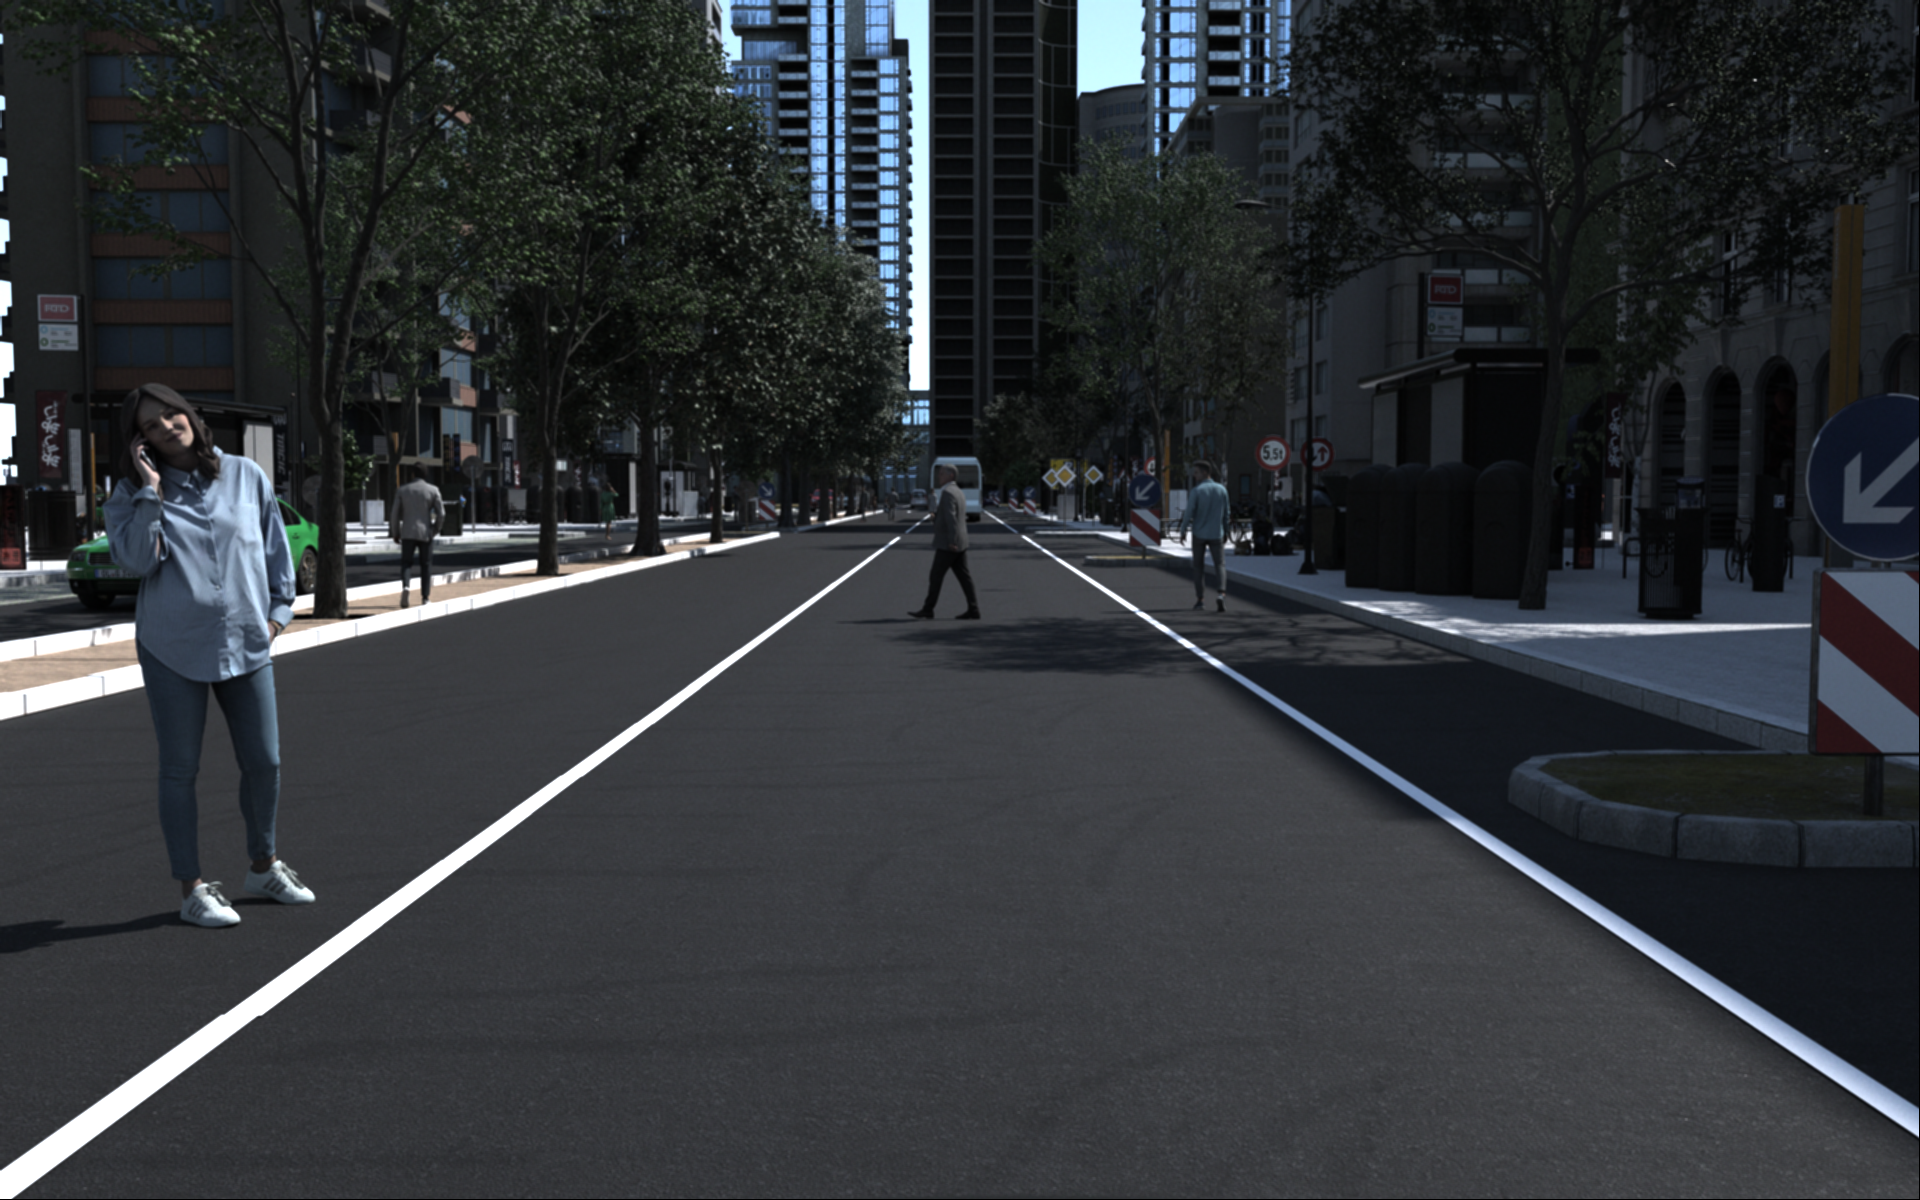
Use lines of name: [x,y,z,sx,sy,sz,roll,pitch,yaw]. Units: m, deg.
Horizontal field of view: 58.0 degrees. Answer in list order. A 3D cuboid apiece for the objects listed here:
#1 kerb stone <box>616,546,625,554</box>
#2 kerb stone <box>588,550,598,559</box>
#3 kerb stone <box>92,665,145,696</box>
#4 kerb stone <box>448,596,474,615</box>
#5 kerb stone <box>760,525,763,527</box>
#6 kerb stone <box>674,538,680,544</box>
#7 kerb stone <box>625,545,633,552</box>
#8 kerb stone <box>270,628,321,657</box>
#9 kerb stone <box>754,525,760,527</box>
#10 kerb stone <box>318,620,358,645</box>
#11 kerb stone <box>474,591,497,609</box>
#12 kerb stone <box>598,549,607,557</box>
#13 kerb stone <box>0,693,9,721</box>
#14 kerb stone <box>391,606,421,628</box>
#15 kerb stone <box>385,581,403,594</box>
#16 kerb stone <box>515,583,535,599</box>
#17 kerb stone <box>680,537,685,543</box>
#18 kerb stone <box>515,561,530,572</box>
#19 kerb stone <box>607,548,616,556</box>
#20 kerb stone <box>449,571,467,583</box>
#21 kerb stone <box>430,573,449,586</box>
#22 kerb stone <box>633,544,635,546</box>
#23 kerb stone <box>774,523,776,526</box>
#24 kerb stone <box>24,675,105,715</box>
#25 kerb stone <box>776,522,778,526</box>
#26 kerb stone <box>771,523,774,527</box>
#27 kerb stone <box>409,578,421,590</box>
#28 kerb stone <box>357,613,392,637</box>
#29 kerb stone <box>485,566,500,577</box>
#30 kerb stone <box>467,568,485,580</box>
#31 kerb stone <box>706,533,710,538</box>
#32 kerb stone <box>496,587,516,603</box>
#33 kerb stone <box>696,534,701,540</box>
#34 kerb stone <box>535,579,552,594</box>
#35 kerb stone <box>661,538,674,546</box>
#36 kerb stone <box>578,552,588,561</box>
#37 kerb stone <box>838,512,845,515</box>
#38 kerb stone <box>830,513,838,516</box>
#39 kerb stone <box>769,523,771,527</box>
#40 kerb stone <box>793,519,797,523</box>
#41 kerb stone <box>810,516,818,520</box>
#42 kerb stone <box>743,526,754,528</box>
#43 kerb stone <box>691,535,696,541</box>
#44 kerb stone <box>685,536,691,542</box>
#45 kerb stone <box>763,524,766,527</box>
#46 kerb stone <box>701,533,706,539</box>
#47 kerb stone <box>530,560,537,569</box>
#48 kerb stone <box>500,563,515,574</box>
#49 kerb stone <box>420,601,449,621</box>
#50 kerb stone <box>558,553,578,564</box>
kerb stone: [-8.235,-1.170,41.391,0.120,0.150,1.000,0,3,0]
kerb stone: [-8.233,-0.983,38.324,0.120,0.150,1.000,0,3,0]
kerb stone: [-6.111,0.578,12.743,0.120,0.150,1.000,0,3,0]
kerb stone: [-6.114,0.076,20.949,0.120,0.150,1.000,0,3,0]
kerb stone: [-8.261,-2.965,70.670,0.120,0.150,1.000,0,3,0]
kerb stone: [-8.242,-1.675,49.591,0.120,0.150,1.000,0,3,0]
kerb stone: [-8.235,-1.237,42.413,0.120,0.150,1.000,0,3,0]
kerb stone: [-6.110,0.396,15.821,0.120,0.150,1.000,0,3,0]
kerb stone: [-8.251,-2.902,69.648,0.120,0.150,1.000,0,3,0]
kerb stone: [-6.113,0.327,16.848,0.120,0.150,1.000,0,3,0]
kerb stone: [-6.109,0.019,21.984,0.120,0.150,1.000,0,3,0]
kerb stone: [-8.235,-1.049,39.346,0.120,0.150,1.000,0,3,0]
kerb stone: [-6.106,0.704,10.684,0.120,0.150,1.000,0,3,0]
kerb stone: [-6.122,0.206,18.902,0.120,0.150,1.000,0,3,0]
kerb stone: [-8.215,-0.171,24.986,0.120,0.150,1.000,0,3,0]
kerb stone: [-6.116,-0.112,24.029,0.120,0.150,1.000,0,3,0]
kerb stone: [-8.246,-1.738,50.613,0.120,0.150,1.000,0,3,0]
kerb stone: [-8.225,-0.609,32.159,0.120,0.150,1.000,0,3,0]
kerb stone: [-8.235,-1.112,40.369,0.120,0.150,1.000,0,3,0]
kerb stone: [-8.224,-0.355,28.056,0.120,0.150,1.000,0,3,0]
kerb stone: [-8.226,-0.296,27.033,0.120,0.150,1.000,0,3,0]
kerb stone: [-8.230,-1.299,43.436,0.120,0.150,1.000,0,3,0]
kerb stone: [-8.266,-3.278,75.796,0.120,0.150,1.000,0,3,0]
kerb stone: [-6.110,0.651,11.722,0.120,0.150,1.000,0,3,0]
kerb stone: [-8.256,-3.341,76.818,0.120,0.150,1.000,0,3,0]
kerb stone: [-8.254,-3.215,74.774,0.120,0.150,1.000,0,3,0]
kerb stone: [-8.215,-0.233,26.012,0.120,0.150,1.000,0,3,0]
kerb stone: [-6.110,0.264,17.871,0.120,0.150,1.000,0,3,0]
kerb stone: [-8.230,-0.481,30.099,0.120,0.150,1.000,0,3,0]
kerb stone: [-8.223,-0.417,29.078,0.120,0.150,1.000,0,3,0]
kerb stone: [-8.252,-2.053,55.763,0.120,0.150,1.000,0,3,0]
kerb stone: [-6.118,-0.049,23.007,0.120,0.150,1.000,0,3,0]
kerb stone: [-8.244,-1.927,53.698,0.120,0.150,1.000,0,3,0]
kerb stone: [-6.118,-0.173,25.054,0.120,0.150,1.000,0,3,0]
kerb stone: [-8.240,-1.613,48.563,0.120,0.150,1.000,0,3,0]
kerb stone: [-8.226,-0.924,37.302,0.120,0.150,1.000,0,3,0]
kerb stone: [-8.304,-6.036,120.883,0.120,0.150,1.000,0,3,0]
kerb stone: [-8.290,-5.598,113.715,0.120,0.150,1.000,0,3,0]
kerb stone: [-8.263,-3.153,73.745,0.120,0.150,1.000,0,3,0]
kerb stone: [-8.272,-4.031,88.100,0.120,0.150,1.000,0,3,0]
kerb stone: [-8.279,-4.657,98.343,0.120,0.150,1.000,0,3,0]
kerb stone: [-8.253,-2.777,67.598,0.120,0.150,1.000,0,3,0]
kerb stone: [-8.245,-1.864,52.674,0.120,0.150,1.000,0,3,0]
kerb stone: [-8.245,-1.796,51.639,0.120,0.150,1.000,0,3,0]
kerb stone: [-8.262,-3.025,71.701,0.120,0.150,1.000,0,3,0]
kerb stone: [-8.251,-1.986,54.728,0.120,0.150,1.000,0,3,0]
kerb stone: [-8.232,-0.673,33.193,0.120,0.150,1.000,0,3,0]
kerb stone: [-8.228,-0.540,31.137,0.120,0.150,1.000,0,3,0]
kerb stone: [-6.118,0.139,19.923,0.120,0.150,1.000,0,3,0]
kerb stone: [-8.230,-0.854,36.276,0.120,0.150,1.000,0,3,0]
